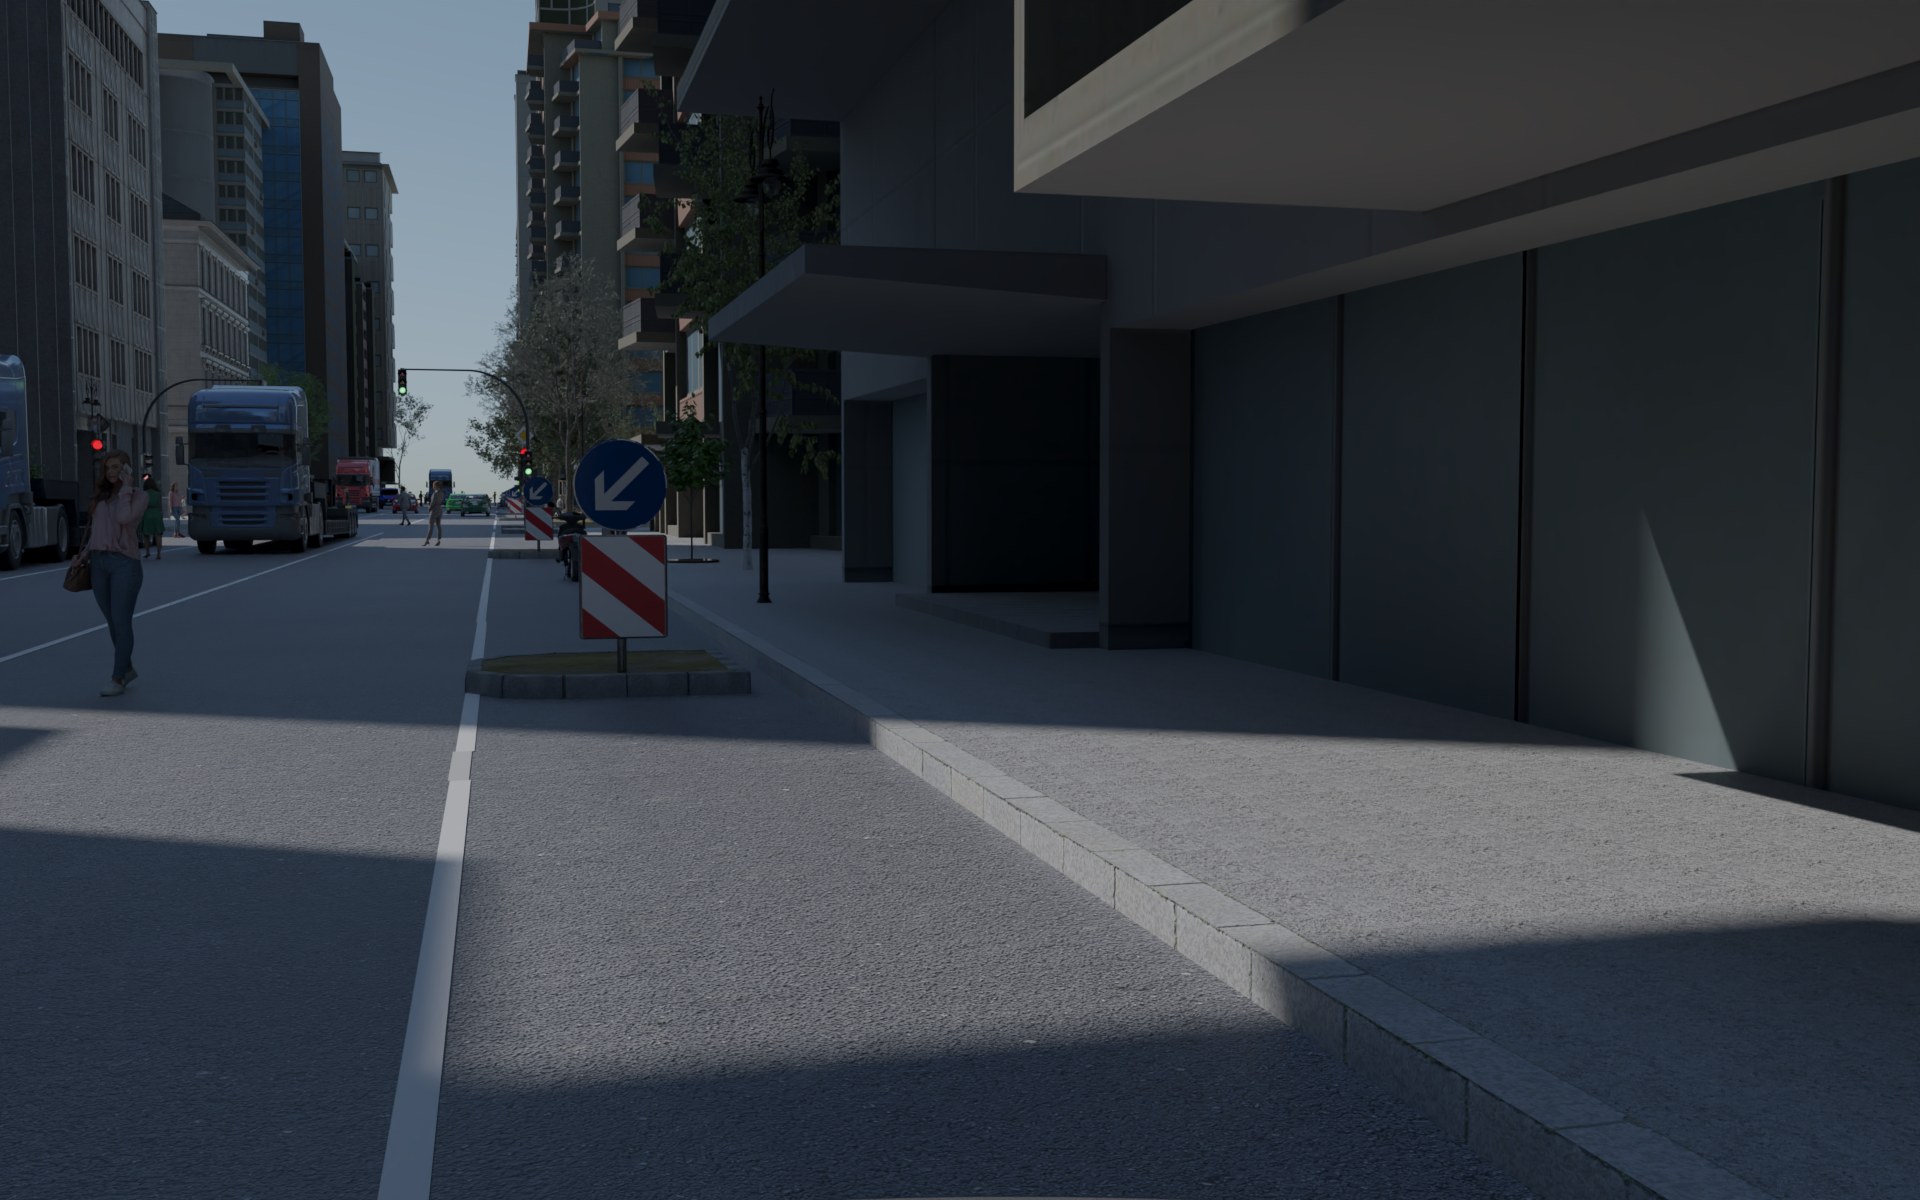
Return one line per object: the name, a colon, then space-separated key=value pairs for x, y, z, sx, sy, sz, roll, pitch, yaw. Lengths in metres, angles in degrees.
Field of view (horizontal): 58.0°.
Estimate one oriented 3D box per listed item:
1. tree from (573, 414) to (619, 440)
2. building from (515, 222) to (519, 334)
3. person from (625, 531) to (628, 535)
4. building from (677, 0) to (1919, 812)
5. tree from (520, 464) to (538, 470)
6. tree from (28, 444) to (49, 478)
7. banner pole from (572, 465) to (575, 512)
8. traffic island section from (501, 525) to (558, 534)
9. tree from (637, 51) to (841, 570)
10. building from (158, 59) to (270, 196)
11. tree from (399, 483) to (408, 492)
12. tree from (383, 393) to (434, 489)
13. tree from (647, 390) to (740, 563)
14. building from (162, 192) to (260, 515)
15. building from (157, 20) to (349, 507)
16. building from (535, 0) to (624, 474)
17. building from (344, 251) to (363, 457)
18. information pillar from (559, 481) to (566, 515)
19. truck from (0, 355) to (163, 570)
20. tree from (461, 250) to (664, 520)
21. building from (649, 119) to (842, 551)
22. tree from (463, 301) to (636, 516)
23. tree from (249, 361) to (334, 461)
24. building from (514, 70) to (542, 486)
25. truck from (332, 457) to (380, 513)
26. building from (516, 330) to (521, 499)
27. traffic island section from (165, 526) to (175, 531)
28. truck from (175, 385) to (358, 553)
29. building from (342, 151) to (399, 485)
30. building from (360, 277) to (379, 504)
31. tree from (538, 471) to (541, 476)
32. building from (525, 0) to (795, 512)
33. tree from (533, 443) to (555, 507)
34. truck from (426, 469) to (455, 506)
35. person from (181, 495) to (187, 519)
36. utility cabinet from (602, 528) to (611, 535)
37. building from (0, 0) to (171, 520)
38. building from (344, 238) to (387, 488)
tree: x=-24.620 y=-10.041 z=114.525 sx=4.360 sy=8.622 sz=3.978 roll=0 pitch=3 yaw=0
building: x=-58.305 y=-37.787 z=272.448 sx=22.147 sy=44.769 sz=28.867 roll=-1 pitch=4 yaw=-15
person: x=-9.188 y=-2.495 z=46.859 sx=0.660 sy=1.820 sz=0.620 roll=0 pitch=4 yaw=1
building: x=12.125 y=-26.021 z=14.687 sx=28.713 sy=52.752 sz=27.495 roll=-1 pitch=4 yaw=-15
tree: x=-55.854 y=-16.810 z=225.209 sx=4.360 sy=8.622 sz=3.978 roll=0 pitch=3 yaw=0
tree: x=-31.772 y=-3.888 z=58.178 sx=1.663 sy=3.219 sz=1.824 roll=0 pitch=3 yaw=0
banner pole: x=-26.452 y=-7.880 z=118.849 sx=0.401 sy=3.779 sz=0.863 roll=-3 pitch=5 yaw=-42
traffic island section: x=-15.871 y=-2.543 z=63.853 sx=2.009 sy=0.180 sz=2.903 roll=-1 pitch=4 yaw=-15
tree: x=-3.478 y=-4.798 z=28.812 sx=4.737 sy=8.622 sz=4.395 roll=0 pitch=3 yaw=0
building: x=-72.924 y=-27.843 z=147.107 sx=32.217 sy=40.220 sz=23.993 roll=-1 pitch=4 yaw=-15
tree: x=-92.437 y=-17.870 z=286.771 sx=1.663 sy=3.219 sz=1.824 roll=0 pitch=3 yaw=0
tree: x=-96.444 y=-26.863 z=295.097 sx=12.611 sy=20.169 sz=13.585 roll=0 pitch=3 yaw=0
tree: x=-4.995 y=-2.308 z=32.340 sx=1.663 sy=3.219 sz=1.824 roll=0 pitch=3 yaw=0
building: x=-50.373 y=-15.512 z=104.532 sx=10.553 sy=20.767 sz=40.483 roll=-1 pitch=4 yaw=-15
building: x=-68.250 y=-31.670 z=167.912 sx=14.600 sy=45.320 sz=14.200 roll=-1 pitch=4 yaw=-15
building: x=-42.560 y=-47.169 z=209.470 sx=20.563 sy=71.187 sz=20.611 roll=-1 pitch=4 yaw=-15
building: x=-76.116 y=-25.949 z=195.960 sx=14.160 sy=30.474 sz=14.107 roll=-1 pitch=4 yaw=-15
information pillar: x=-21.708 y=-5.515 z=94.668 sx=0.304 sy=2.012 sz=0.304 roll=2 pitch=4 yaw=35
truck: x=-20.808 y=-3.004 z=38.871 sx=2.967 sy=4.110 sz=18.799 roll=-1 pitch=4 yaw=-16
tree: x=-19.509 y=-10.770 z=86.451 sx=12.009 sy=13.543 sz=11.850 roll=0 pitch=3 yaw=0
building: x=1.666 y=-24.153 z=49.524 sx=22.147 sy=44.769 sz=28.867 roll=-1 pitch=4 yaw=-15
tree: x=-23.624 y=-11.268 z=101.237 sx=9.611 sy=12.733 sz=9.660 roll=0 pitch=3 yaw=0
tree: x=-52.900 y=-12.862 z=136.056 sx=9.928 sy=11.665 sz=9.643 roll=0 pitch=3 yaw=0
building: x=-51.551 y=-42.957 z=244.345 sx=21.231 sy=58.520 sz=28.212 roll=-1 pitch=4 yaw=-15
truck: x=-46.066 y=-8.780 z=132.458 sx=2.839 sy=4.237 sz=11.283 roll=-1 pitch=4 yaw=-15
building: x=-67.755 y=-31.902 z=293.299 sx=14.160 sy=30.474 sz=14.107 roll=-1 pitch=4 yaw=-15
traffic island section: x=-31.883 y=-2.789 z=67.876 sx=2.009 sy=0.180 sz=2.903 roll=-1 pitch=4 yaw=-15
truck: x=-18.988 y=-3.609 z=48.768 sx=2.967 sy=4.110 sz=18.799 roll=-1 pitch=4 yaw=-15
building: x=-101.573 y=-41.412 z=266.316 sx=28.713 sy=52.752 sz=27.495 roll=-1 pitch=4 yaw=-15
building: x=-83.816 y=-27.752 z=225.442 sx=14.160 sy=30.474 sz=14.107 roll=-1 pitch=4 yaw=-15
tree: x=-35.369 y=-9.254 z=145.907 sx=1.663 sy=3.219 sz=1.824 roll=0 pitch=3 yaw=0
building: x=-29.315 y=-31.121 z=163.461 sx=22.147 sy=44.769 sz=28.867 roll=-1 pitch=4 yaw=-15
tree: x=-29.633 y=-10.616 z=123.930 sx=4.737 sy=8.622 sz=4.395 roll=0 pitch=3 yaw=0
truck: x=-57.559 y=-12.380 z=192.169 sx=2.967 sy=4.110 sz=18.799 roll=-1 pitch=4 yaw=-16
person: x=-39.514 y=-4.708 z=88.030 sx=0.382 sy=1.210 sz=0.505 roll=-2 pitch=4 yaw=-34
utility cabinet: x=-8.762 y=-1.976 z=43.476 sx=0.306 sy=1.237 sz=1.020 roll=0 pitch=4 yaw=-1
building: x=-42.586 y=-15.683 z=74.432 sx=12.078 sy=24.808 sz=19.932 roll=-1 pitch=4 yaw=-15
building: x=-97.478 y=-33.597 z=241.198 sx=32.217 sy=40.220 sz=23.993 roll=-1 pitch=4 yaw=-15
